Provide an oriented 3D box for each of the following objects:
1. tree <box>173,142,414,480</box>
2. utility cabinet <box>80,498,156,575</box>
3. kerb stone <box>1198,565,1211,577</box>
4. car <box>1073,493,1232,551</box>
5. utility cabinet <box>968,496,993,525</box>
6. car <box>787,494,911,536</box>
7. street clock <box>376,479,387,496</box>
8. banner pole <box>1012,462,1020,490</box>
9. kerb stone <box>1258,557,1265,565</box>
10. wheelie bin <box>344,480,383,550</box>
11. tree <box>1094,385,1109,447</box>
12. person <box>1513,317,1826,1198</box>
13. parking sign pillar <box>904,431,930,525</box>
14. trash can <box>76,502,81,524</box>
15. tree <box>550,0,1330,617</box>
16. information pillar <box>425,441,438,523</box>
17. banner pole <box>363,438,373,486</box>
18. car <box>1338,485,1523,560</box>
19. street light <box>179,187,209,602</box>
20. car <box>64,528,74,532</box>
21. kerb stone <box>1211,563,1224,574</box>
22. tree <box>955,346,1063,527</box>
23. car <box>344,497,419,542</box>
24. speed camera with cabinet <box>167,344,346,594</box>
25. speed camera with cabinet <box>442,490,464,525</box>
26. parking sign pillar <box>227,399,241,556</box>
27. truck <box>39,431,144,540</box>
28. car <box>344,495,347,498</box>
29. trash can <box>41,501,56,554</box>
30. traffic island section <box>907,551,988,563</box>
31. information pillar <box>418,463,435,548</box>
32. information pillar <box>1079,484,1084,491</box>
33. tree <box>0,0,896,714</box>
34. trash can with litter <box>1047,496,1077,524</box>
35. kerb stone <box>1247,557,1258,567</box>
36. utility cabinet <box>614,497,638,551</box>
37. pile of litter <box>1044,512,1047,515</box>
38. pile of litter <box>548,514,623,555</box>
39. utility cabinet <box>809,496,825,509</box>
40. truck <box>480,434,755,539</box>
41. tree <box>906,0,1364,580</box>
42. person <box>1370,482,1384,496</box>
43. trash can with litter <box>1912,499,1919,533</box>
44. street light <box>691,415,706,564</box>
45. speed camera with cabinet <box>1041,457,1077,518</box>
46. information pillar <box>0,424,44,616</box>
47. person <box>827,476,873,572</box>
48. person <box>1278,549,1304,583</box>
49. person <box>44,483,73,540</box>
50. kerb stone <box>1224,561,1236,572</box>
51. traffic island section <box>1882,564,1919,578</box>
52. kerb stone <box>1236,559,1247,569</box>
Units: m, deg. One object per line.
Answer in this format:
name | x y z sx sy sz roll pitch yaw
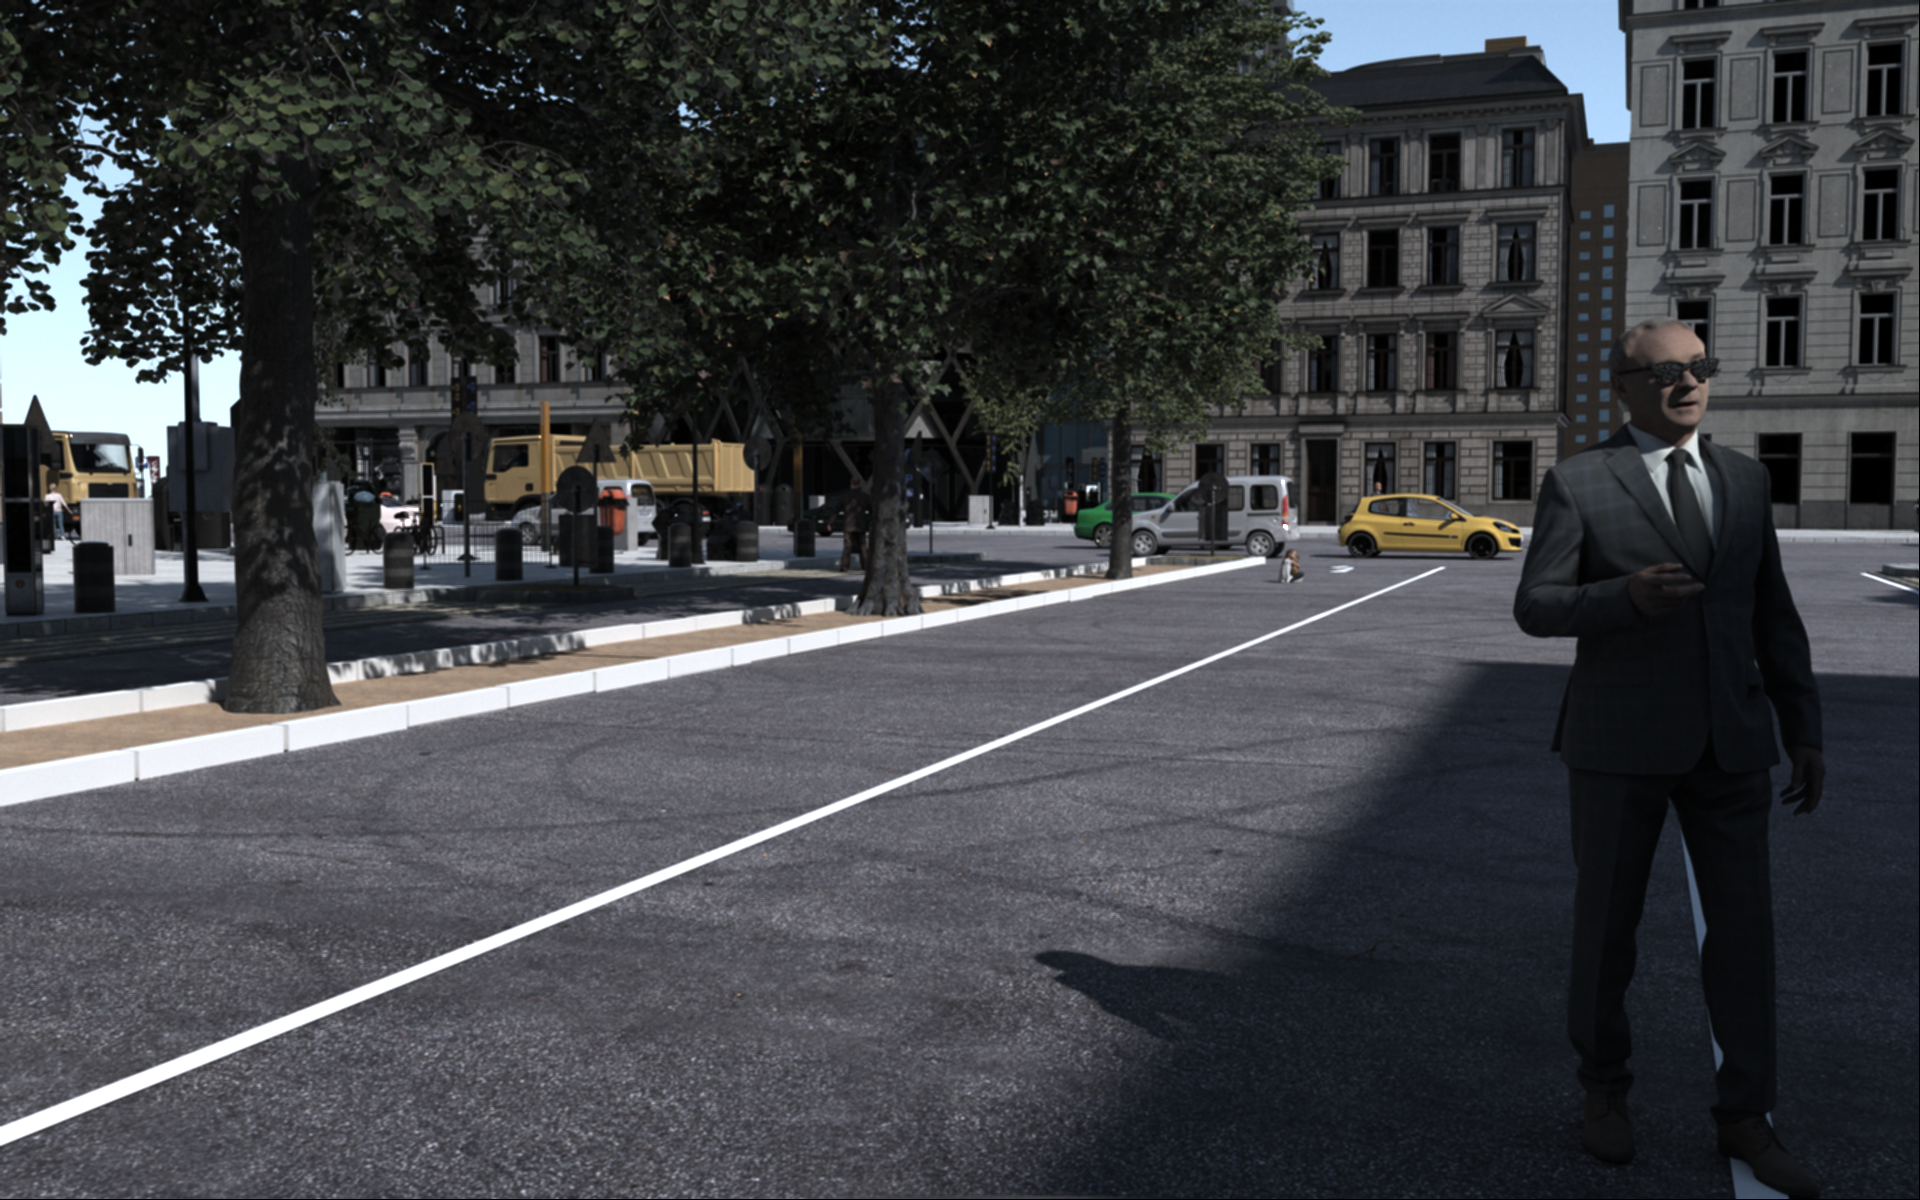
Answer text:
tree | -11.720 -4.898 30.447 4.360 8.622 3.978 0 3 0
utility cabinet | -13.320 -0.993 27.399 1.020 1.237 0.306 -1 4 -17
kerb stone | 4.177 -0.494 30.270 0.120 0.150 1.000 1 4 21
car | 5.347 -2.225 45.167 4.718 1.807 1.959 1 4 23
utility cabinet | 0.854 -3.787 73.081 1.020 1.237 0.306 -1 4 -12
car | -3.715 -2.948 57.993 4.222 1.686 2.009 1 4 21
street clock | -28.240 -4.893 84.576 0.358 2.002 0.471 2 4 32
banner pole | 3.718 -7.866 118.621 0.863 3.779 0.401 0 4 -7
kerb stone | 6.025 -0.783 35.054 0.120 0.150 1.000 1 4 21
wheelie bin | -13.659 -1.941 39.640 0.980 1.594 0.693 3 5 41
tree | 9.282 -8.760 93.584 4.360 8.622 3.978 0 3 0
person | 1.521 0.308 3.640 0.661 1.801 0.590 0 4 -4
parking sign pillar | -1.976 -5.178 73.138 1.447 3.967 1.447 1 4 14
trash can | -16.251 -1.286 32.672 0.748 1.137 0.748 0 3 0
tree | -0.816 -6.171 20.363 9.611 12.733 9.660 0 3 0
information pillar | -23.276 -5.191 76.225 0.183 3.616 0.504 3 4 36
banner pole | -26.331 -5.330 77.165 0.401 3.779 0.863 1 4 13
car | 10.514 -1.745 38.757 3.980 1.641 2.015 1 4 21
street light | -8.671 -2.924 20.353 1.470 5.913 1.316 1 4 21
car | -35.057 -3.354 65.064 3.980 1.641 2.015 1 4 21
kerb stone | 4.547 -0.552 31.226 0.120 0.150 1.000 1 4 21
tree | 2.129 -7.133 66.983 4.737 8.622 4.395 0 3 0
car | -18.187 -2.436 52.193 4.827 1.381 2.083 1 4 20
speed camera with cabinet | -9.054 -1.711 22.315 2.038 3.252 0.660 0 4 -4
speed camera with cabinet | -21.146 -4.860 73.800 0.660 3.252 2.038 2 4 27
parking sign pillar | -14.668 -2.931 36.394 1.447 3.967 1.447 2 4 23
truck | -29.751 -3.568 54.253 9.791 3.379 3.469 1 4 20
car | -23.900 -3.362 66.970 4.499 1.417 2.014 1 4 21
trash can | -19.717 -1.553 37.040 0.748 1.137 0.748 0 3 0
traffic island section | -0.644 -0.912 37.198 2.009 0.180 2.903 1 4 21
information pillar | -12.639 -2.235 41.041 0.304 2.012 0.304 -2 4 -30
information pillar | 8.963 -7.524 127.514 0.304 2.012 0.304 2 4 25
tree | -4.531 -6.246 11.234 9.857 13.997 8.962 0 3 0
trash can with litter | 4.585 -3.950 75.639 1.678 1.210 2.233 -2 4 -33
kerb stone | 5.656 -0.728 34.095 0.120 0.150 1.000 1 4 21
utility cabinet | -7.691 -1.728 39.415 0.306 1.237 1.020 -3 4 -39
pile of litter | 4.771 -5.664 106.577 1.176 0.858 1.719 0 4 0
pile of litter | -7.977 -1.406 36.956 1.719 0.858 1.176 -2 4 -26
utility cabinet | -5.736 -3.570 69.536 0.306 1.237 1.020 -2 4 -26
truck | -11.567 -3.712 56.622 9.791 3.379 3.469 1 4 21
tree | 2.731 -6.632 29.013 7.486 12.596 7.792 0 3 0
person | 11.721 -2.405 48.371 0.990 1.755 0.434 -3 4 -38
trash can with litter | 31.685 -2.771 56.690 1.055 1.170 0.624 -3 4 -38
street light | -4.333 -3.597 31.349 1.470 5.913 1.316 1 4 21
speed camera with cabinet | 5.306 -5.987 92.219 2.038 3.252 0.660 -2 4 -34
information pillar | -9.920 -0.846 18.318 0.304 2.012 0.304 -1 4 -13
person | -1.958 -1.392 31.804 0.990 1.755 0.434 -1 4 -13
person | 5.341 -0.551 27.992 0.357 0.543 0.381 -2 4 -27
person | -26.159 -2.516 50.305 0.731 1.740 0.598 -3 5 -44
kerb stone | 4.915 -0.611 32.183 0.120 0.150 1.000 1 4 21
traffic island section | 17.350 -0.488 30.255 2.009 0.180 2.903 1 4 21
kerb stone | 5.283 -0.664 33.140 0.120 0.150 1.000 1 4 21
